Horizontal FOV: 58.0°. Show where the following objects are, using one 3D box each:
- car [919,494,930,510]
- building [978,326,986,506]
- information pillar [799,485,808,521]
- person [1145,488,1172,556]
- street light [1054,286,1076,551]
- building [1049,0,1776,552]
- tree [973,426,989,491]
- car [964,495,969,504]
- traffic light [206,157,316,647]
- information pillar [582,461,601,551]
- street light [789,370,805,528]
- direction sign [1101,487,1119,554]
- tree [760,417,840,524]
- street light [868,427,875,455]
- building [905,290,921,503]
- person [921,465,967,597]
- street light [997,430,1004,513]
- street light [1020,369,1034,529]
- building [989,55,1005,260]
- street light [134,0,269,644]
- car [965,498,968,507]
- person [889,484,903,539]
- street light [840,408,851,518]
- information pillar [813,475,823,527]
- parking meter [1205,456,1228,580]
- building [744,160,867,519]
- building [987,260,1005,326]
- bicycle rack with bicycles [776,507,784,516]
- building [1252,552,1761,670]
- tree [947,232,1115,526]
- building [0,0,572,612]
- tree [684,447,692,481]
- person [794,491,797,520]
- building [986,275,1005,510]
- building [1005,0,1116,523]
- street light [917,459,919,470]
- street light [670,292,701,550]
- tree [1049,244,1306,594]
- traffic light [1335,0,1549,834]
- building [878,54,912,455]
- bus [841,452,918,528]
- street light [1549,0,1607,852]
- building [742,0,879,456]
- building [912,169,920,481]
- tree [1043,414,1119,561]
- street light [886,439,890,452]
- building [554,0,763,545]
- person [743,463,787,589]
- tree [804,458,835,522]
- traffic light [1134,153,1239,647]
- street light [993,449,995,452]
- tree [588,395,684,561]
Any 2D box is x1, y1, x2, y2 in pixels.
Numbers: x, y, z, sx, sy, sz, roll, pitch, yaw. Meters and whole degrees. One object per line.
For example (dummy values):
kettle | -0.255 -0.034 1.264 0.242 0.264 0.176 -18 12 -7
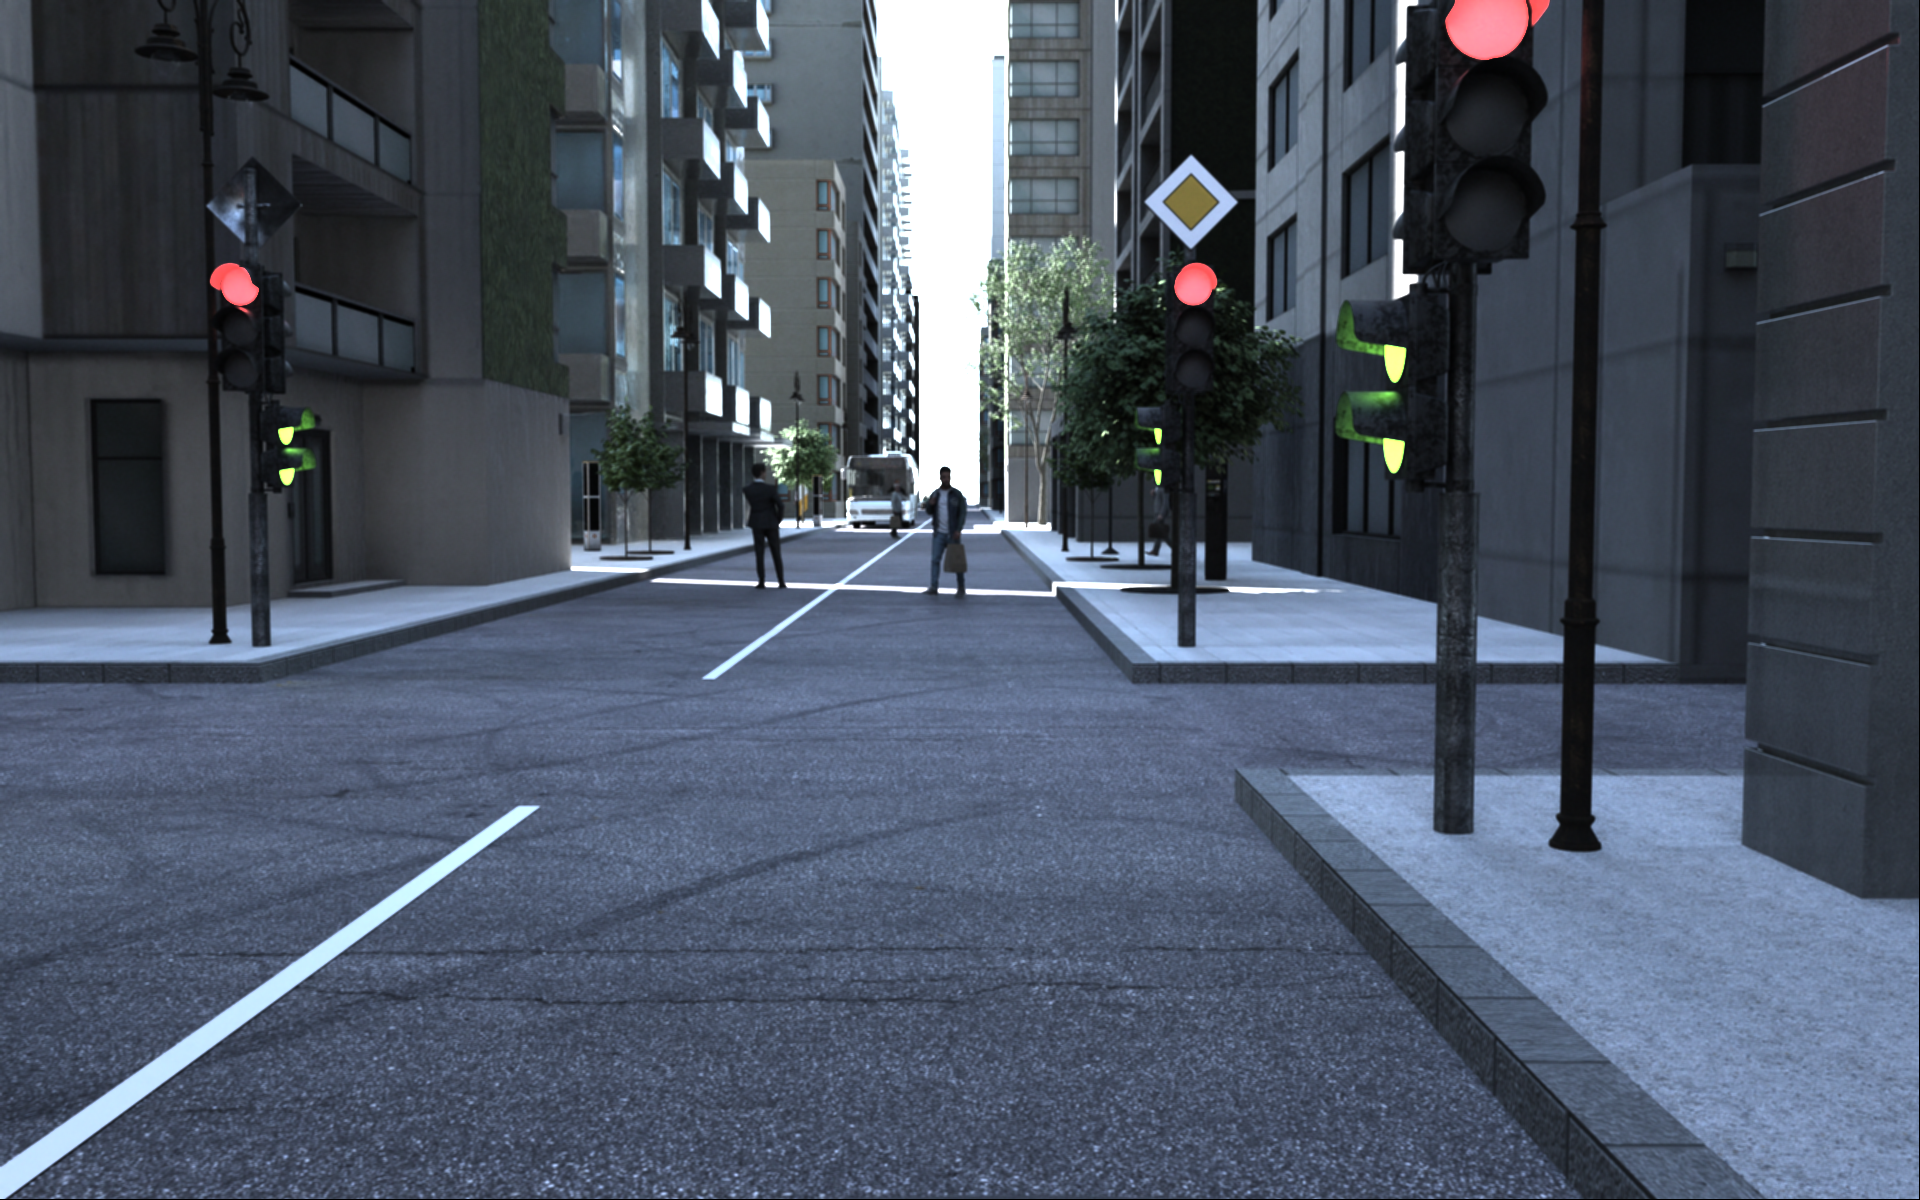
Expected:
car | -2.755 -9.266 161.287 2.009 1.686 4.222 0 4 2
building | 15.966 -21.263 192.693 27.650 21.520 28.899 0 4 0
information pillar | -7.602 -5.638 83.535 0.504 3.616 0.183 -2 4 -25
person | 4.214 -1.830 35.930 0.822 1.834 0.622 -1 4 -17
street light | 2.358 -4.029 38.662 0.468 5.910 1.993 0 4 0
building | 13.352 -37.325 48.520 20.563 71.187 20.611 0 4 0
tree | 3.244 -13.668 173.828 4.737 8.622 4.395 0 3 0
car | 0.201 -13.941 240.291 2.083 1.381 4.827 0 4 1
traffic light | -5.871 -1.563 14.480 0.839 4.253 0.868 0 4 0
information pillar | -8.287 -2.110 38.990 0.304 2.012 0.304 -2 4 -33
street light | -6.077 -5.626 64.774 0.468 5.910 1.993 0 4 0
direction sign | 3.212 -2.748 36.924 0.379 3.537 0.876 -1 4 -19
tree | -6.794 -5.512 73.828 4.285 4.588 4.351 0 3 0
street light | -5.984 -8.863 117.690 0.468 5.910 1.993 0 4 0
building | -12.716 -28.728 241.396 14.160 30.474 14.107 0 4 0
person | -0.152 -0.936 23.796 0.794 1.824 0.713 3 5 41
street light | 2.731 -8.737 115.634 0.468 5.910 1.993 0 4 0
street light | 2.471 -5.593 64.234 0.468 5.910 1.993 0 4 0
building | 14.521 -42.338 234.229 21.231 58.520 28.212 0 4 0
street light | -6.366 -2.565 14.726 0.468 5.910 1.993 0 4 0
car | -0.299 -8.530 149.063 1.945 1.707 3.694 0 4 2
person | -2.081 -2.844 55.486 0.515 1.767 0.782 1 4 12
street light | -6.119 -7.332 92.666 0.468 5.910 1.993 0 4 0
information pillar | -5.602 -3.894 68.158 0.304 2.012 0.304 1 4 17
parking meter | 3.821 -1.231 25.831 0.255 1.863 0.399 1 4 23
building | -20.271 -15.856 104.286 27.650 21.520 28.899 0 4 0
building | 10.296 -27.051 213.981 14.160 30.474 14.107 0 4 0
bicycle rack with bicycles | -10.010 -4.521 87.303 2.852 0.926 2.925 3 5 42
building | 15.766 -35.644 21.028 20.611 71.187 20.563 0 4 0
tree | 3.323 -8.814 69.866 9.928 11.665 9.643 0 3 0
building | -13.628 -20.655 21.300 14.154 41.232 14.086 0 4 0
tree | -6.620 -2.594 37.021 1.663 3.219 1.824 0 3 0
person | -7.955 -4.842 85.800 0.593 1.750 0.643 -1 4 -12
building | 16.478 -18.742 151.465 27.650 21.520 28.899 0 4 0
building | 9.131 -24.375 82.124 14.154 41.232 14.086 0 4 0
street light | -5.513 -15.477 225.835 0.468 5.910 1.993 0 4 0
street light | -6.284 -4.096 39.750 0.468 5.910 1.993 0 4 0
tree | 2.766 -2.393 22.833 4.285 4.588 4.351 0 3 0
traffic light | 1.861 -1.074 6.483 0.839 4.253 0.868 0 4 0
building | -17.893 -34.759 187.916 23.786 49.044 30.456 0 4 0
bus | -3.309 -4.963 75.997 2.948 3.499 13.247 0 4 0
street light | 2.236 -2.038 6.117 0.468 5.910 1.993 0 4 0
building | -17.249 -30.890 128.749 21.300 48.544 21.600 0 4 0
building | -17.152 -36.618 218.313 23.786 49.044 30.456 0 4 0
tree | 2.544 -2.380 33.511 1.663 3.219 1.824 0 3 0
street light | -5.907 -10.393 142.714 0.468 5.910 1.993 0 4 0
building | -18.164 -26.629 55.000 23.786 49.044 30.456 0 4 0
person | -2.974 -1.134 26.397 0.648 1.900 0.474 0 4 -3
tree | -6.360 -5.246 80.375 1.663 3.219 1.824 0 3 0
traffic light | 1.890 -1.562 14.468 0.839 4.253 0.868 0 4 0
street light | 2.917 -10.267 140.658 0.468 5.910 1.993 0 4 0
tree | -6.522 -2.392 33.711 1.663 3.219 1.824 0 3 0
